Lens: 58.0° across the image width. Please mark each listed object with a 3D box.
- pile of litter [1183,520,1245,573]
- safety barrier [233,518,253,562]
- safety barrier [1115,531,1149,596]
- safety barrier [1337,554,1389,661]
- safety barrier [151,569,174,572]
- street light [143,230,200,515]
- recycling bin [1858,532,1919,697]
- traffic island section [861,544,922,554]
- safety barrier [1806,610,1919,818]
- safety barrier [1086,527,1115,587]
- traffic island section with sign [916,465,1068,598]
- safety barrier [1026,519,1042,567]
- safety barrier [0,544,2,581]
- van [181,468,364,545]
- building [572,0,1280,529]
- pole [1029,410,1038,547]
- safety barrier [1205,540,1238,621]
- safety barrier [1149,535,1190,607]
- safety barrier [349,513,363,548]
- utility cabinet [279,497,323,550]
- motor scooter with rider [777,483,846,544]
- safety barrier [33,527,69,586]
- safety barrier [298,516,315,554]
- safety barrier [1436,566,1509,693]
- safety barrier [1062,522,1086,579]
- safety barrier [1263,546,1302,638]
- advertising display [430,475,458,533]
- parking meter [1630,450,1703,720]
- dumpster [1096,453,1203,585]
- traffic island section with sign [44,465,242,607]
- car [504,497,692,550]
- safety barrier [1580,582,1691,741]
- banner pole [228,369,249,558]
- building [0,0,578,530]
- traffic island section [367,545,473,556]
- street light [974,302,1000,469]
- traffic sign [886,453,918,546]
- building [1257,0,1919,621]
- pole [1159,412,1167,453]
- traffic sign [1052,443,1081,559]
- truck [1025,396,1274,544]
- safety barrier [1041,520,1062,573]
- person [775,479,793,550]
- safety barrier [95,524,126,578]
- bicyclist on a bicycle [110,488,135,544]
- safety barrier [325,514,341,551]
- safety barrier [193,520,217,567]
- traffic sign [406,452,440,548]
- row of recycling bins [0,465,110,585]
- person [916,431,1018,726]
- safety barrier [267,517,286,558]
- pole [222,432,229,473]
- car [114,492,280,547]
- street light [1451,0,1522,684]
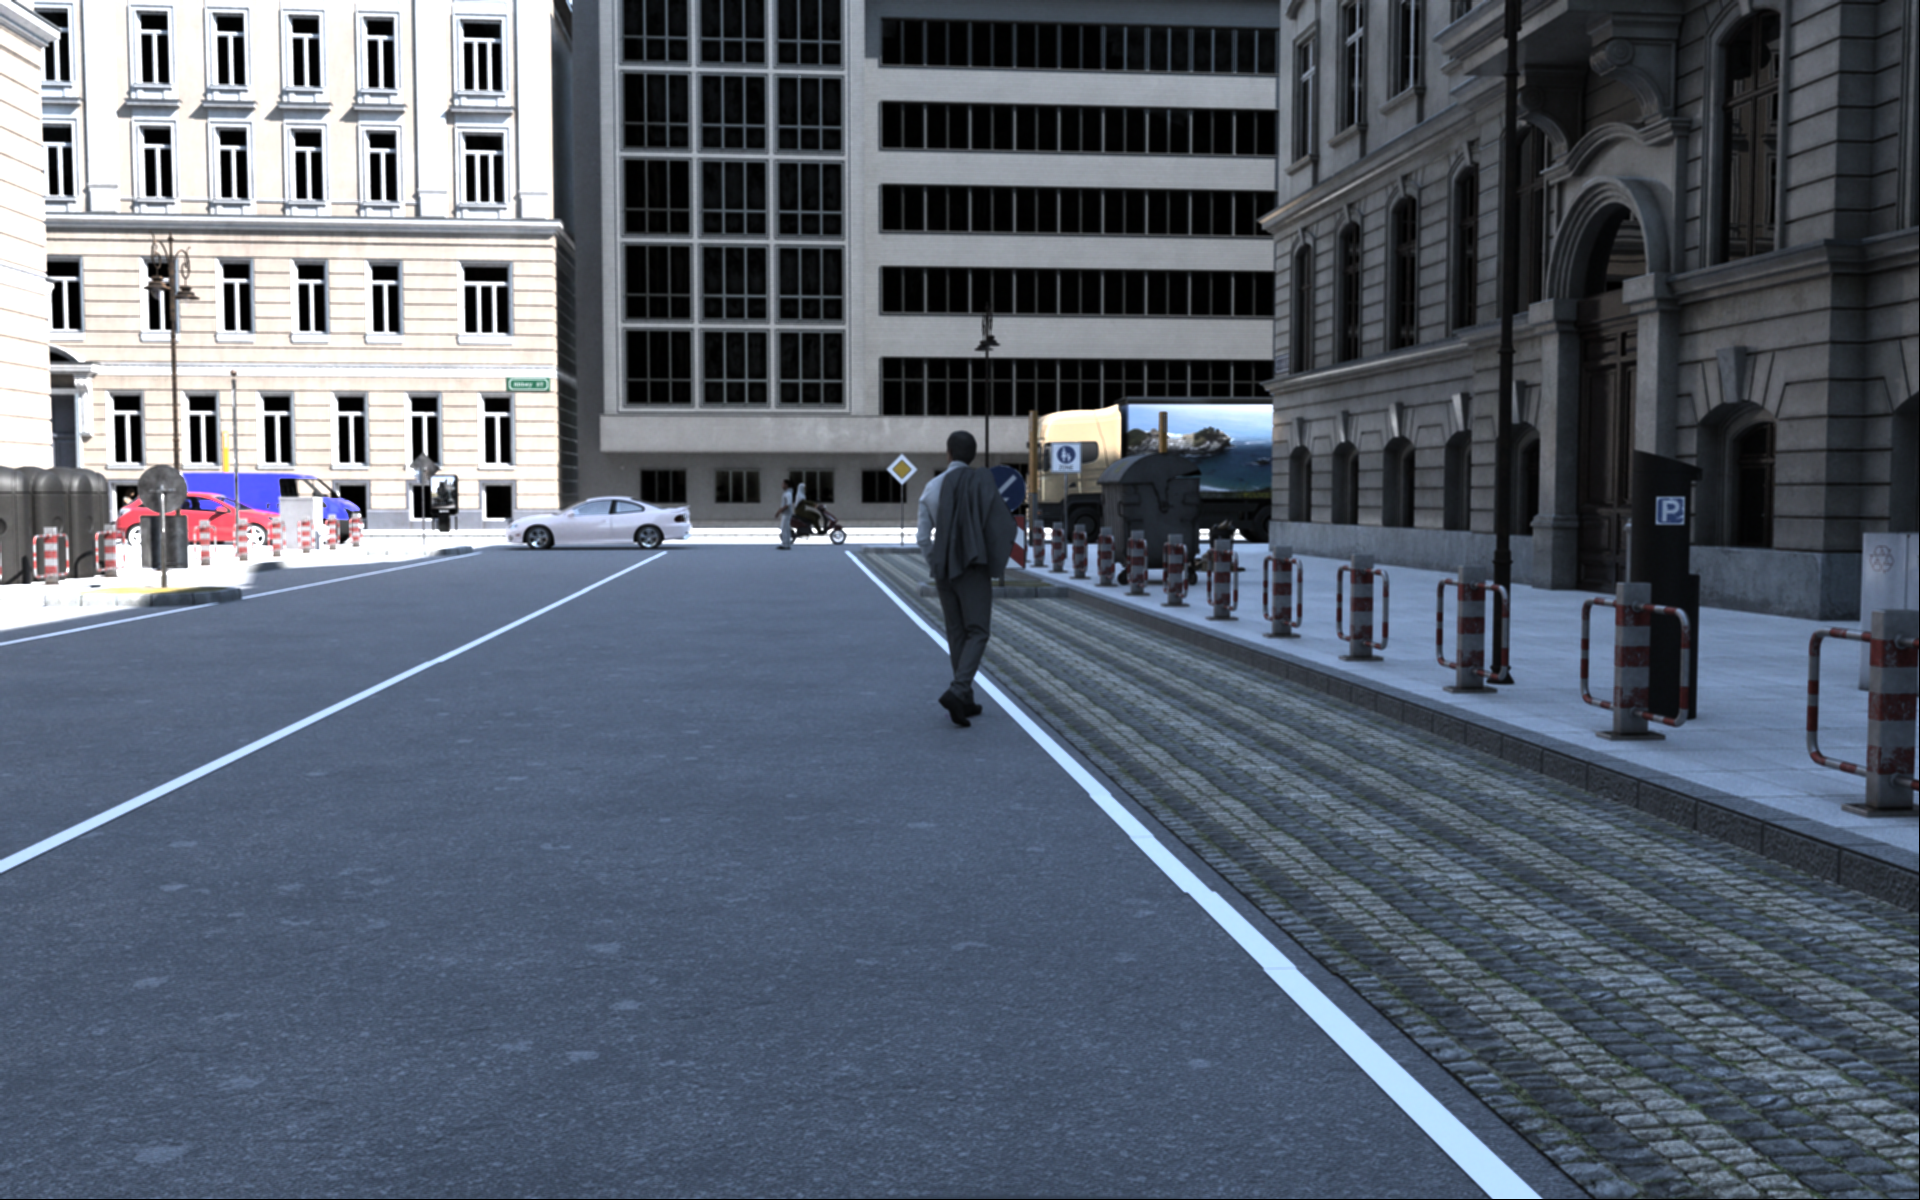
[{"bbox_3d":[4.173,-0.924,29.066,1.176,0.858,1.719,0,4,3],"label":"pile of litter"},{"bbox_3d":[-13.604,-1.137,32.872,0.300,0.817,1.120,0,4,-6],"label":"safety barrier"},{"bbox_3d":[2.244,-0.468,21.922,0.300,0.817,1.120,0,4,-6],"label":"safety barrier"},{"bbox_3d":[3.098,0.056,13.360,0.300,0.817,1.120,0,4,-6],"label":"safety barrier"},{"bbox_3d":[-13.176,-0.875,28.587,0.300,0.817,1.120,0,4,-6],"label":"safety barrier"},{"bbox_3d":[-13.890,-3.539,30.644,0.468,5.910,1.993,0,4,-6],"label":"street light"},{"bbox_3d":[6.347,0.085,11.157,0.722,1.027,0.722,-2,4,-23],"label":"recycling bin"},{"bbox_3d":[-1.406,-1.250,42.726,2.009,0.180,2.903,0,4,-6],"label":"traffic island section"},{"bbox_3d":[3.735,0.449,6.938,0.300,0.817,1.120,0,4,-6],"label":"safety barrier"},{"bbox_3d":[2.030,-0.599,24.062,0.300,0.817,1.120,0,4,-6],"label":"safety barrier"},{"bbox_3d":[0.402,-0.974,24.550,1.989,1.847,2.006,0,4,-6],"label":"traffic island section with sign"},{"bbox_3d":[1.391,-0.992,30.488,0.300,0.817,1.120,0,4,-6],"label":"safety barrier"},{"bbox_3d":[-12.537,-0.482,22.164,0.300,0.817,1.120,0,4,-6],"label":"safety barrier"},{"bbox_3d":[-19.812,-2.758,49.475,5.245,2.365,2.240,0,4,-6],"label":"van"},{"bbox_3d":[0.345,-15.316,69.484,30.058,24.678,14.314,0,4,-6],"label":"building"},{"bbox_3d":[1.793,-2.965,42.319,0.158,3.312,0.155,0,3,0],"label":"pole"},{"bbox_3d":[2.670,-0.206,17.638,0.300,0.817,1.120,0,4,-6],"label":"safety barrier"},{"bbox_3d":[2.459,-0.337,19.783,0.300,0.817,1.120,0,4,-6],"label":"safety barrier"},{"bbox_3d":[-14.462,-1.663,41.459,0.300,0.817,1.120,0,4,-6],"label":"safety barrier"},{"bbox_3d":[-15.116,-1.748,39.748,1.020,1.237,0.306,1,4,22],"label":"utility cabinet"},{"bbox_3d":[-4.225,-2.457,49.144,1.986,1.779,0.876,0,4,-5],"label":"motor scooter with rider"},{"bbox_3d":[-12.752,-0.613,24.303,0.300,0.817,1.120,0,4,-6],"label":"safety barrier"},{"bbox_3d":[-14.033,-1.400,37.166,0.300,0.817,1.120,0,4,-6],"label":"safety barrier"},{"bbox_3d":[3.310,0.187,11.220,0.300,0.817,1.120,0,4,-6],"label":"safety barrier"},{"bbox_3d":[1.814,-0.729,26.201,0.300,0.817,1.120,0,4,-6],"label":"safety barrier"},{"bbox_3d":[2.882,-0.075,15.499,0.300,0.817,1.120,0,4,-6],"label":"safety barrier"},{"bbox_3d":[-17.175,-3.208,57.672,0.974,1.923,0.123,1,4,14],"label":"advertising display"},{"bbox_3d":[4.050,-0.094,9.956,0.372,1.533,0.369,0,3,0],"label":"parking meter"},{"bbox_3d":[2.749,-1.180,25.058,1.264,1.857,1.865,0,4,-6],"label":"dumpster"},{"bbox_3d":[-10.714,-0.876,22.954,1.989,1.847,2.006,0,4,-6],"label":"traffic island section with sign"},{"bbox_3d":[-9.478,-2.023,45.440,4.827,1.381,2.083,0,4,-8],"label":"car"},{"bbox_3d":[3.524,0.318,9.081,0.300,0.817,1.120,0,4,-6],"label":"safety barrier"},{"bbox_3d":[-14.519,-2.733,34.695,0.401,3.779,0.863,-1,4,-20],"label":"banner pole"},{"bbox_3d":[-24.643,-17.148,66.268,20.117,28.700,13.634,0,4,-6],"label":"building"},{"bbox_3d":[-12.891,-1.181,41.590,2.009,0.180,2.903,0,4,-6],"label":"traffic island section"},{"bbox_3d":[0.652,-4.224,41.853,0.468,5.910,1.993,0,4,-6],"label":"street light"},{"bbox_3d":[-1.428,-2.386,42.646,0.795,2.450,0.064,0,4,-6],"label":"traffic sign"},{"bbox_3d":[13.744,-12.403,21.873,14.460,24.649,34.723,0,4,-6],"label":"building"},{"bbox_3d":[5.030,-3.004,42.964,0.158,3.312,0.155,0,3,0],"label":"pole"},{"bbox_3d":[2.099,-1.969,34.327,0.606,2.300,0.079,0,4,-1],"label":"traffic sign"},{"bbox_3d":[6.939,-3.801,51.063,11.283,4.237,2.839,0,4,-4],"label":"truck"},{"bbox_3d":[1.604,-0.860,28.341,0.300,0.817,1.120,0,4,-6],"label":"safety barrier"},{"bbox_3d":[-4.546,-2.201,44.628,0.789,1.805,0.875,-1,4,-9],"label":"person"},{"bbox_3d":[-12.967,-0.744,26.443,0.300,0.817,1.120,0,4,-6],"label":"safety barrier"},{"bbox_3d":[-23.786,-2.433,49.804,1.625,1.676,1.499,0,4,-4],"label":"bicyclist on a bicycle"},{"bbox_3d":[-14.246,-1.531,39.315,0.300,0.817,1.120,0,4,-6],"label":"safety barrier"},{"bbox_3d":[-13.391,-1.006,30.726,0.300,0.817,1.120,0,4,-6],"label":"safety barrier"},{"bbox_3d":[-12.868,-2.317,41.531,0.795,2.450,0.064,0,4,-6],"label":"traffic sign"},{"bbox_3d":[-13.723,-1.152,25.952,1.069,1.692,3.534,0,4,-4],"label":"row of recycling bins"},{"bbox_3d":[0.045,-0.140,10.889,0.679,1.850,0.850,1,4,20],"label":"person"},{"bbox_3d":[-13.820,-1.269,35.020,0.300,0.817,1.120,0,4,-6],"label":"safety barrier"},{"bbox_3d":[-23.975,-3.837,56.576,0.158,3.312,0.155,0,3,0],"label":"pole"},{"bbox_3d":[-19.432,-2.192,44.883,4.494,1.783,2.155,0,4,-7],"label":"car"},{"bbox_3d":[3.667,-2.372,11.577,0.468,5.910,1.993,0,4,-6],"label":"street light"}]
